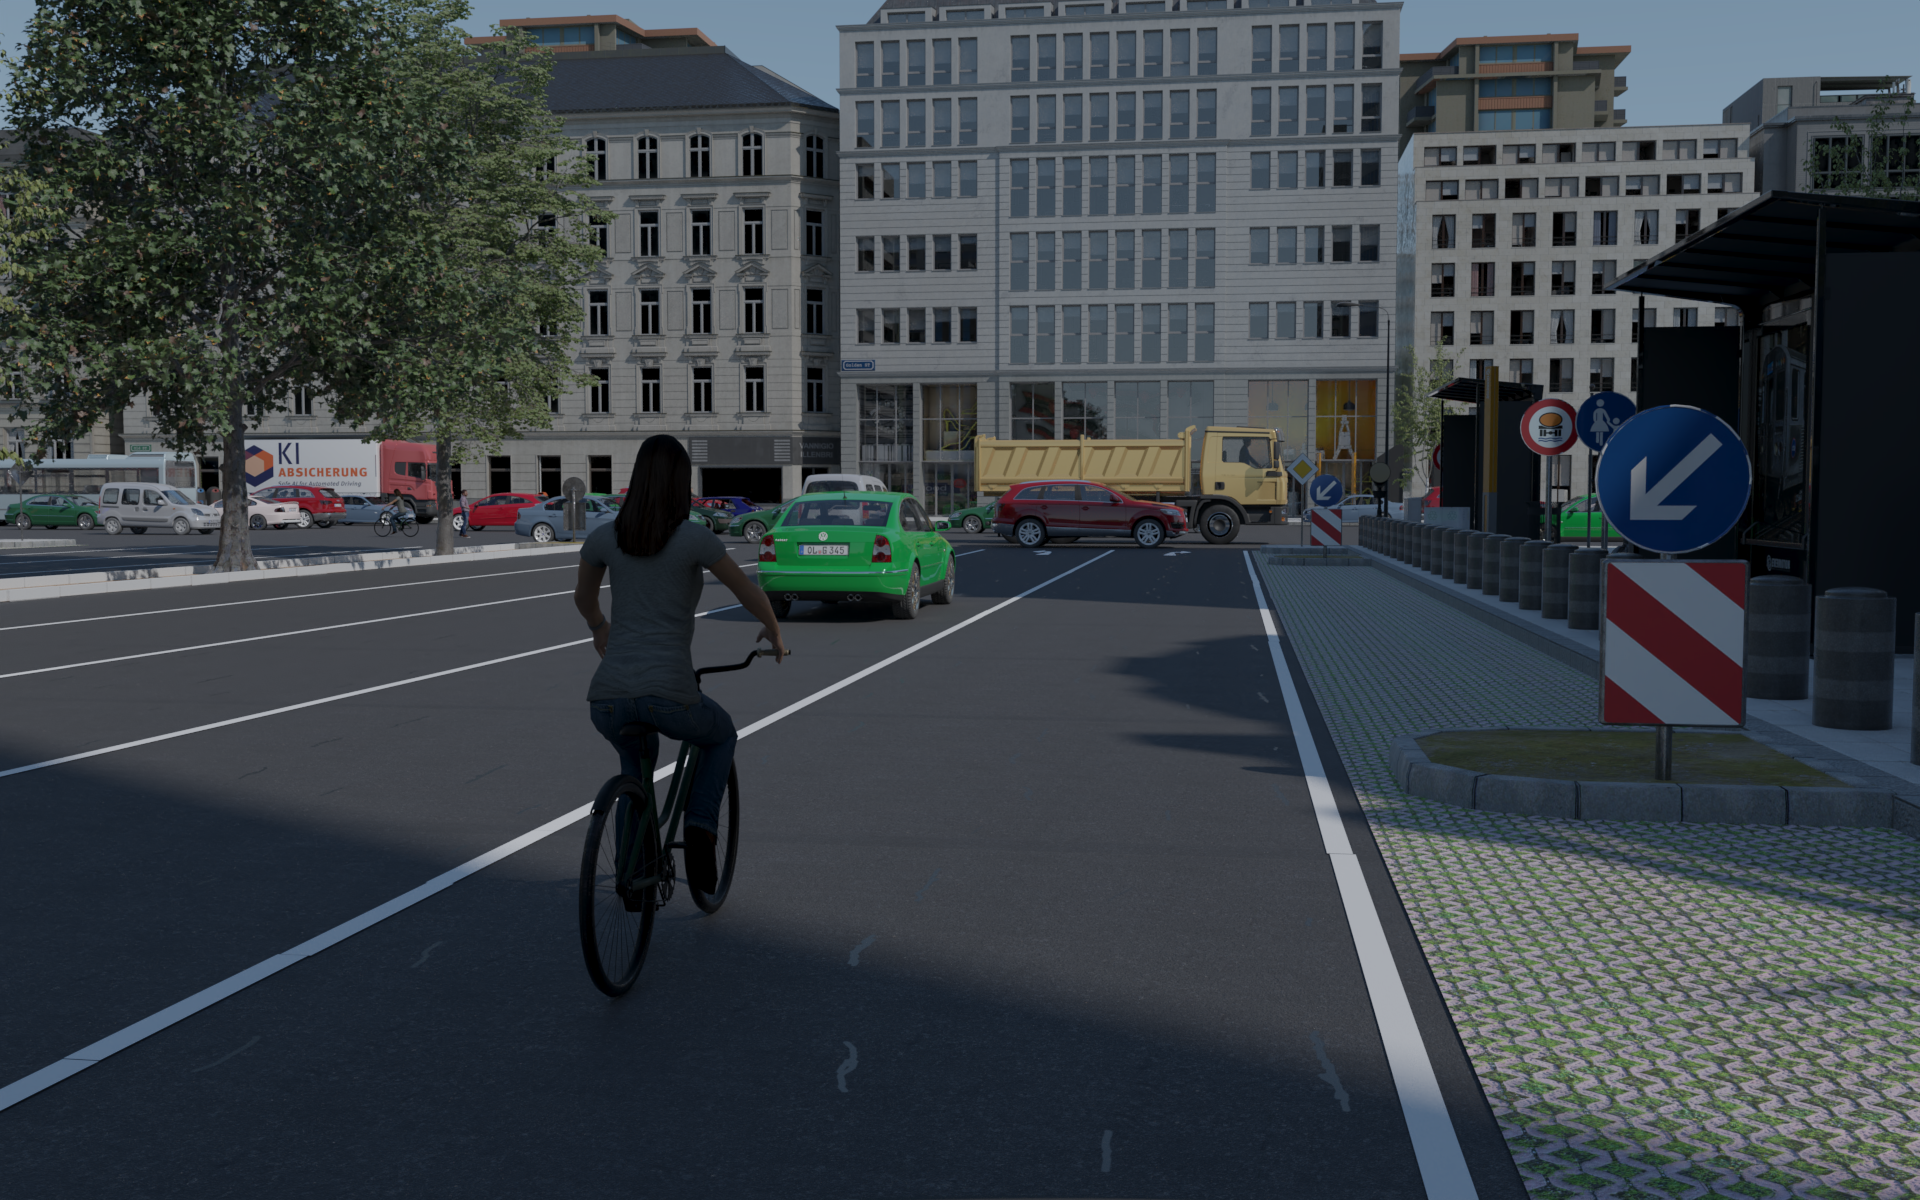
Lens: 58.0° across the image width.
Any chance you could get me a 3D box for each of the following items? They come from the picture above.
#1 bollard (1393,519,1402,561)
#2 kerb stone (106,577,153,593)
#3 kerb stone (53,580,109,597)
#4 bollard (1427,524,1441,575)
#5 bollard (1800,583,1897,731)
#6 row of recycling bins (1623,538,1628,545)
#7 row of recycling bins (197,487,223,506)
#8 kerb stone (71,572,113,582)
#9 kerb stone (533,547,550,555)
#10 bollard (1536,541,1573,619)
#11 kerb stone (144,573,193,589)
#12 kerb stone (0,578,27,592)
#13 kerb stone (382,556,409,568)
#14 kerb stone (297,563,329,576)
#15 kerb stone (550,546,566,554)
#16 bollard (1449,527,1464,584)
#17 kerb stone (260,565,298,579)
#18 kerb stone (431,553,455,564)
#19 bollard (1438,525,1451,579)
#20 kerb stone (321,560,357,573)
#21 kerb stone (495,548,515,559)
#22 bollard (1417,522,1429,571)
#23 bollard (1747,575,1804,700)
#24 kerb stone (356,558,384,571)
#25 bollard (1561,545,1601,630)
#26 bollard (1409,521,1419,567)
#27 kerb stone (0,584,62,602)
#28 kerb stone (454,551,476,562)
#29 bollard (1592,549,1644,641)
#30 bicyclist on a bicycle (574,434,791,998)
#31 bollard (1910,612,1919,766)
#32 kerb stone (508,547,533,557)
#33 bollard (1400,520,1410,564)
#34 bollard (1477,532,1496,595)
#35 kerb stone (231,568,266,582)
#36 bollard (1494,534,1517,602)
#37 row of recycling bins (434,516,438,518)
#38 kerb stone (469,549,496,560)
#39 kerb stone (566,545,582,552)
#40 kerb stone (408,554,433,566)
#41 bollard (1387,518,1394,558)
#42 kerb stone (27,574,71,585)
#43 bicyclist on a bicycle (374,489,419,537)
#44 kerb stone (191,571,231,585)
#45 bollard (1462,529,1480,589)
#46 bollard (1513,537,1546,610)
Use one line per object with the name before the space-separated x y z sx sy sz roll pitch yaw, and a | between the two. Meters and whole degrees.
bollard | 8.577 -1.129 33.169 0.404 0.777 0.398 0 3 0
kerb stone | -12.352 -0.208 25.632 0.120 0.150 1.000 1 4 9
kerb stone | -12.505 -0.144 24.615 0.120 0.150 1.000 1 4 9
bollard | 7.717 -0.789 27.617 0.404 0.777 0.398 0 3 0
bollard | 4.934 0.316 9.558 0.404 0.777 0.398 0 3 0
row of recycling bins | 15.506 -1.737 35.505 3.534 1.692 1.069 1 4 14
row of recycling bins | -42.494 -5.533 97.584 1.069 1.692 3.534 3 5 43
kerb stone | -14.103 -0.354 27.990 0.120 0.150 1.000 1 4 9
kerb stone | -9.992 -1.145 40.922 0.120 0.150 1.000 1 4 9
bollard | 6.220 -0.193 17.880 0.404 0.777 0.398 0 3 0
kerb stone | -12.189 -0.272 26.648 0.120 0.150 1.000 1 4 9
kerb stone | -14.424 -0.230 25.955 0.120 0.150 1.000 1 4 9
kerb stone | -11.090 -0.710 33.799 0.120 0.150 1.000 1 4 9
kerb stone | -11.552 -0.518 30.745 0.120 0.150 1.000 1 4 9
kerb stone | -9.839 -1.208 41.944 0.120 0.150 1.000 1 4 9
bollard | 7.294 -0.619 24.842 0.404 0.777 0.398 0 3 0
kerb stone | -11.719 -0.453 29.723 0.120 0.150 1.000 1 4 9
kerb stone | -10.778 -0.834 35.834 0.120 0.150 1.000 1 4 9
bollard | 7.510 -0.704 26.225 0.404 0.777 0.398 0 3 0
kerb stone | -11.407 -0.585 31.763 0.120 0.150 1.000 1 4 9
kerb stone | -10.308 -1.018 38.890 0.120 0.150 1.000 1 4 9
bollard | 7.933 -0.874 29.001 0.404 0.777 0.398 0 3 0
bollard | 5.152 0.231 10.943 0.404 0.777 0.398 0 3 0
kerb stone | -11.250 -0.648 32.784 0.120 0.150 1.000 1 4 9
bollard | 6.006 -0.109 16.497 0.404 0.777 0.398 0 3 0
bollard | 8.146 -0.959 30.392 0.404 0.777 0.398 0 3 0
kerb stone | -12.656 -0.086 23.597 0.120 0.150 1.000 1 4 9
kerb stone | -10.623 -0.895 36.856 0.120 0.150 1.000 1 4 9
bollard | 5.790 -0.024 15.104 0.404 0.777 0.398 0 3 0
bicyclist on a bicycle | -0.914 0.282 5.416 1.499 1.676 1.625 0 4 7
bollard | 4.722 0.400 8.173 0.404 0.777 0.398 0 3 0
kerb stone | -10.155 -1.083 39.907 0.120 0.150 1.000 1 4 9
bollard | 8.361 -1.044 31.786 0.404 0.777 0.398 0 3 0
bollard | 6.865 -0.449 22.062 0.404 0.777 0.398 0 3 0
kerb stone | -11.877 -0.398 28.696 0.120 0.150 1.000 1 4 9
bollard | 6.647 -0.364 20.662 0.404 0.777 0.398 0 3 0
row of recycling bins | -28.625 -5.191 91.979 1.069 1.692 3.534 2 4 33
kerb stone | -10.462 -0.958 37.871 0.120 0.150 1.000 1 4 9
kerb stone | -9.676 -1.270 42.962 0.120 0.150 1.000 1 4 9
kerb stone | -10.933 -0.772 34.815 0.120 0.150 1.000 1 4 9
bollard | 8.793 -1.214 34.566 0.404 0.777 0.398 0 3 0
kerb stone | -14.274 -0.292 26.972 0.120 0.150 1.000 1 4 9
bicyclist on a bicycle | -18.814 -2.920 57.766 1.625 1.676 1.499 1 4 9
kerb stone | -12.025 -0.334 27.663 0.120 0.150 1.000 1 4 9
bollard | 7.076 -0.535 23.457 0.404 0.777 0.398 0 3 0
bollard | 6.430 -0.278 19.265 0.404 0.777 0.398 0 3 0
